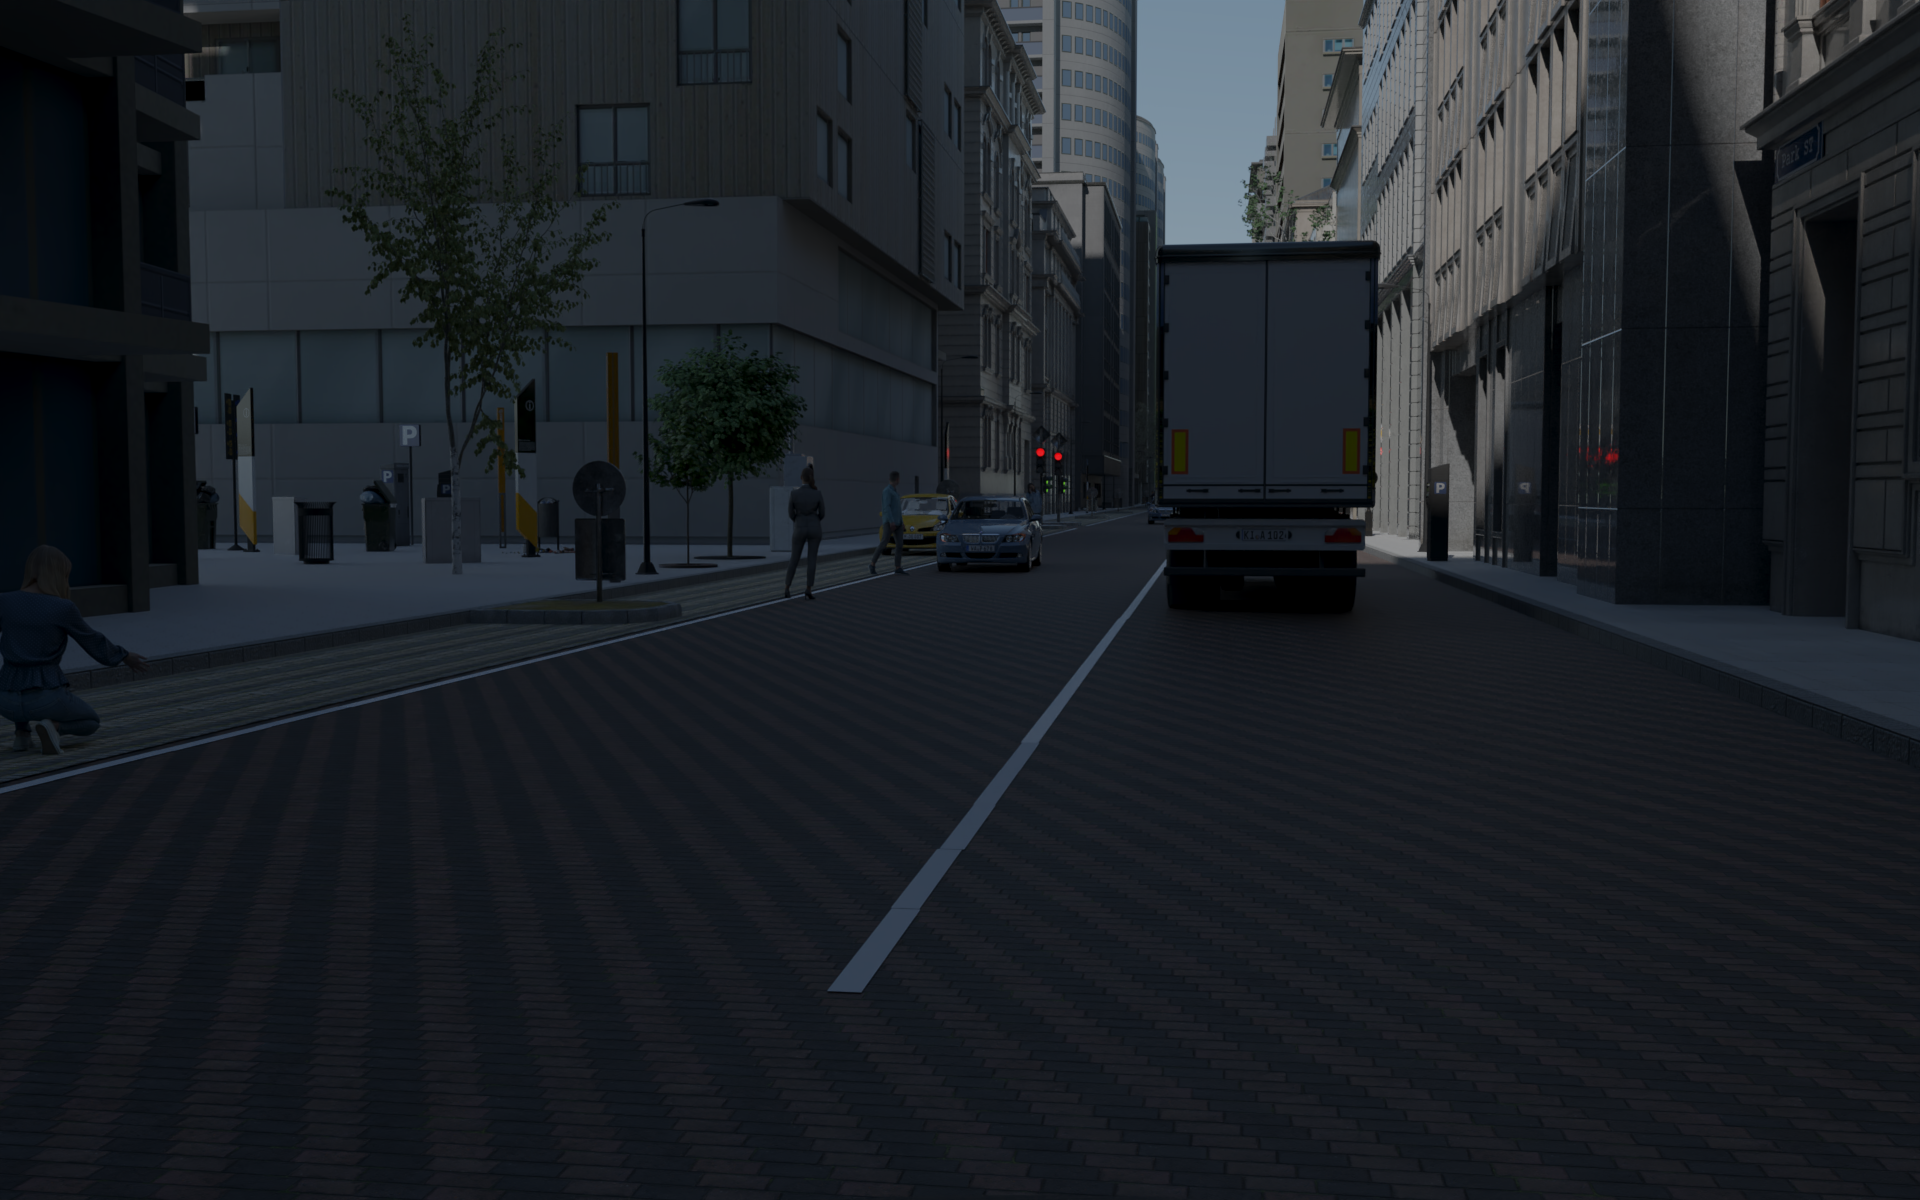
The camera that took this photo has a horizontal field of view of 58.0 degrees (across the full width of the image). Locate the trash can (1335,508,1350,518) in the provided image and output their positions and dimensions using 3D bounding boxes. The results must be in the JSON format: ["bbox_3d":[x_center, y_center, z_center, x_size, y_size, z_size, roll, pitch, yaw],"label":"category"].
[{"bbox_3d":[14.577,-3.327,66.043,0.748,1.137,0.748,0,3,0],"label":"trash can"}]

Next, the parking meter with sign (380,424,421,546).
[{"bbox_3d":[-13.944,-2.837,42.646,0.543,3.016,1.738,1,4,12],"label":"parking meter with sign"}]

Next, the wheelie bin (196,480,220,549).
[{"bbox_3d":[-17.653,-1.980,40.286,0.693,1.594,0.980,0,4,1],"label":"wheelie bin"}]

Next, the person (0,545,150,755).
[{"bbox_3d":[-5.195,0.264,9.682,1.012,1.151,0.738,0,4,-4],"label":"person"}]

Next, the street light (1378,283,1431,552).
[{"bbox_3d":[9.766,-4.018,38.240,1.470,5.913,1.316,1,4,8],"label":"street light"}]

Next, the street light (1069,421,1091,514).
[{"bbox_3d":[7.615,-8.421,110.222,1.470,5.913,1.316,1,4,8],"label":"street light"}]

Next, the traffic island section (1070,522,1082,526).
[{"bbox_3d":[4.466,-3.460,78.844,2.009,0.180,2.903,1,4,8],"label":"traffic island section"}]

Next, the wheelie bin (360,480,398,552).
[{"bbox_3d":[-12.999,-1.884,38.716,0.693,1.594,0.980,0,4,-3],"label":"wheelie bin"}]

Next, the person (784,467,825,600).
[{"bbox_3d":[-2.120,-0.907,23.610,0.520,1.790,0.573,-1,4,-17],"label":"person"}]

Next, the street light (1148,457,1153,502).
[{"bbox_3d":[23.394,-14.923,216.537,1.470,5.913,1.316,1,4,8],"label":"street light"}]

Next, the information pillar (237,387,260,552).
[{"bbox_3d":[-15.743,-2.868,38.252,0.504,3.616,0.183,2,4,31],"label":"information pillar"}]

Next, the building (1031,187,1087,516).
[{"bbox_3d":[0.870,-16.706,114.948,13.314,21.916,24.055,1,4,8],"label":"building"}]

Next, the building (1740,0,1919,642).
[{"bbox_3d":[12.383,-10.512,8.030,11.583,22.565,21.152,1,4,8],"label":"building"}]

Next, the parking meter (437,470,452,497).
[{"bbox_3d":[-11.989,-2.122,40.409,0.399,1.863,0.255,-1,4,-14],"label":"parking meter"}]

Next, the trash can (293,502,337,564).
[{"bbox_3d":[-11.820,-1.231,31.783,0.748,1.137,0.748,0,3,0],"label":"trash can"}]

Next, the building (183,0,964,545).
[{"bbox_3d":[-14.600,-28.624,57.239,27.495,52.752,28.713,1,4,8],"label":"building"}]

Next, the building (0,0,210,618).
[{"bbox_3d":[-19.623,-21.787,10.838,22.147,44.769,28.867,1,4,8],"label":"building"}]

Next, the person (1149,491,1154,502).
[{"bbox_3d":[21.525,-11.341,194.375,0.568,1.767,0.683,1,4,17],"label":"person"}]

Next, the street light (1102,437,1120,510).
[{"bbox_3d":[12.342,-10.340,141.593,1.470,5.913,1.316,1,4,8],"label":"street light"}]

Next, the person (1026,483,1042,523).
[{"bbox_3d":[2.389,-2.879,55.835,0.793,1.790,0.793,2,4,23],"label":"person"}]

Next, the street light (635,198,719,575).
[{"bbox_3d":[-4.470,-3.357,27.431,1.470,5.913,1.316,1,4,8],"label":"street light"}]

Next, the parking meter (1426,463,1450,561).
[{"bbox_3d":[9.117,-1.674,33.084,0.399,1.863,0.255,0,4,0],"label":"parking meter"}]

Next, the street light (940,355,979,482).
[{"bbox_3d":[-0.076,-5.235,58.139,1.470,5.913,1.316,1,4,8],"label":"street light"}]

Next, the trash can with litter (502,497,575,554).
[{"bbox_3d":[-8.666,-1.620,37.550,2.233,1.210,1.678,1,4,23],"label":"trash can with litter"}]

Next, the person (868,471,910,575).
[{"bbox_3d":[-1.242,-1.364,30.660,0.748,1.841,0.638,2,4,30],"label":"person"}]

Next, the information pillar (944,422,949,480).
[{"bbox_3d":[-0.426,-3.957,56.052,0.183,3.616,0.504,0,4,7],"label":"information pillar"}]

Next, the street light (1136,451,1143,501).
[{"bbox_3d":[18.793,-13.047,185.859,1.470,5.913,1.316,1,4,8],"label":"street light"}]

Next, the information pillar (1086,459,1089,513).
[{"bbox_3d":[8.569,-7.660,116.595,0.183,3.616,0.504,0,4,0],"label":"information pillar"}]

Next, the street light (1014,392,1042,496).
[{"bbox_3d":[3.035,-6.500,78.811,1.470,5.913,1.316,1,4,8],"label":"street light"}]

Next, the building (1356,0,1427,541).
[{"bbox_3d":[18.998,-16.849,52.975,11.434,29.767,29.804,1,4,8],"label":"building"}]

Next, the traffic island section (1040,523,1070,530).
[{"bbox_3d":[3.294,-2.976,70.945,2.009,0.180,2.903,1,4,8],"label":"traffic island section"}]

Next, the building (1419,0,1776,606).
[{"bbox_3d":[15.009,-12.861,28.302,12.078,24.808,19.932,1,4,8],"label":"building"}]

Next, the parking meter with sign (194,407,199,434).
[{"bbox_3d":[-15.733,-2.302,33.895,0.543,3.016,1.738,1,4,19],"label":"parking meter with sign"}]

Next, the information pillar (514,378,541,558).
[{"bbox_3d":[-8.760,-2.669,34.998,0.183,3.616,0.504,3,4,36],"label":"information pillar"}]

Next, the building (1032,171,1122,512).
[{"bbox_3d":[5.172,-21.116,138.758,14.314,27.812,24.014,1,4,8],"label":"building"}]
